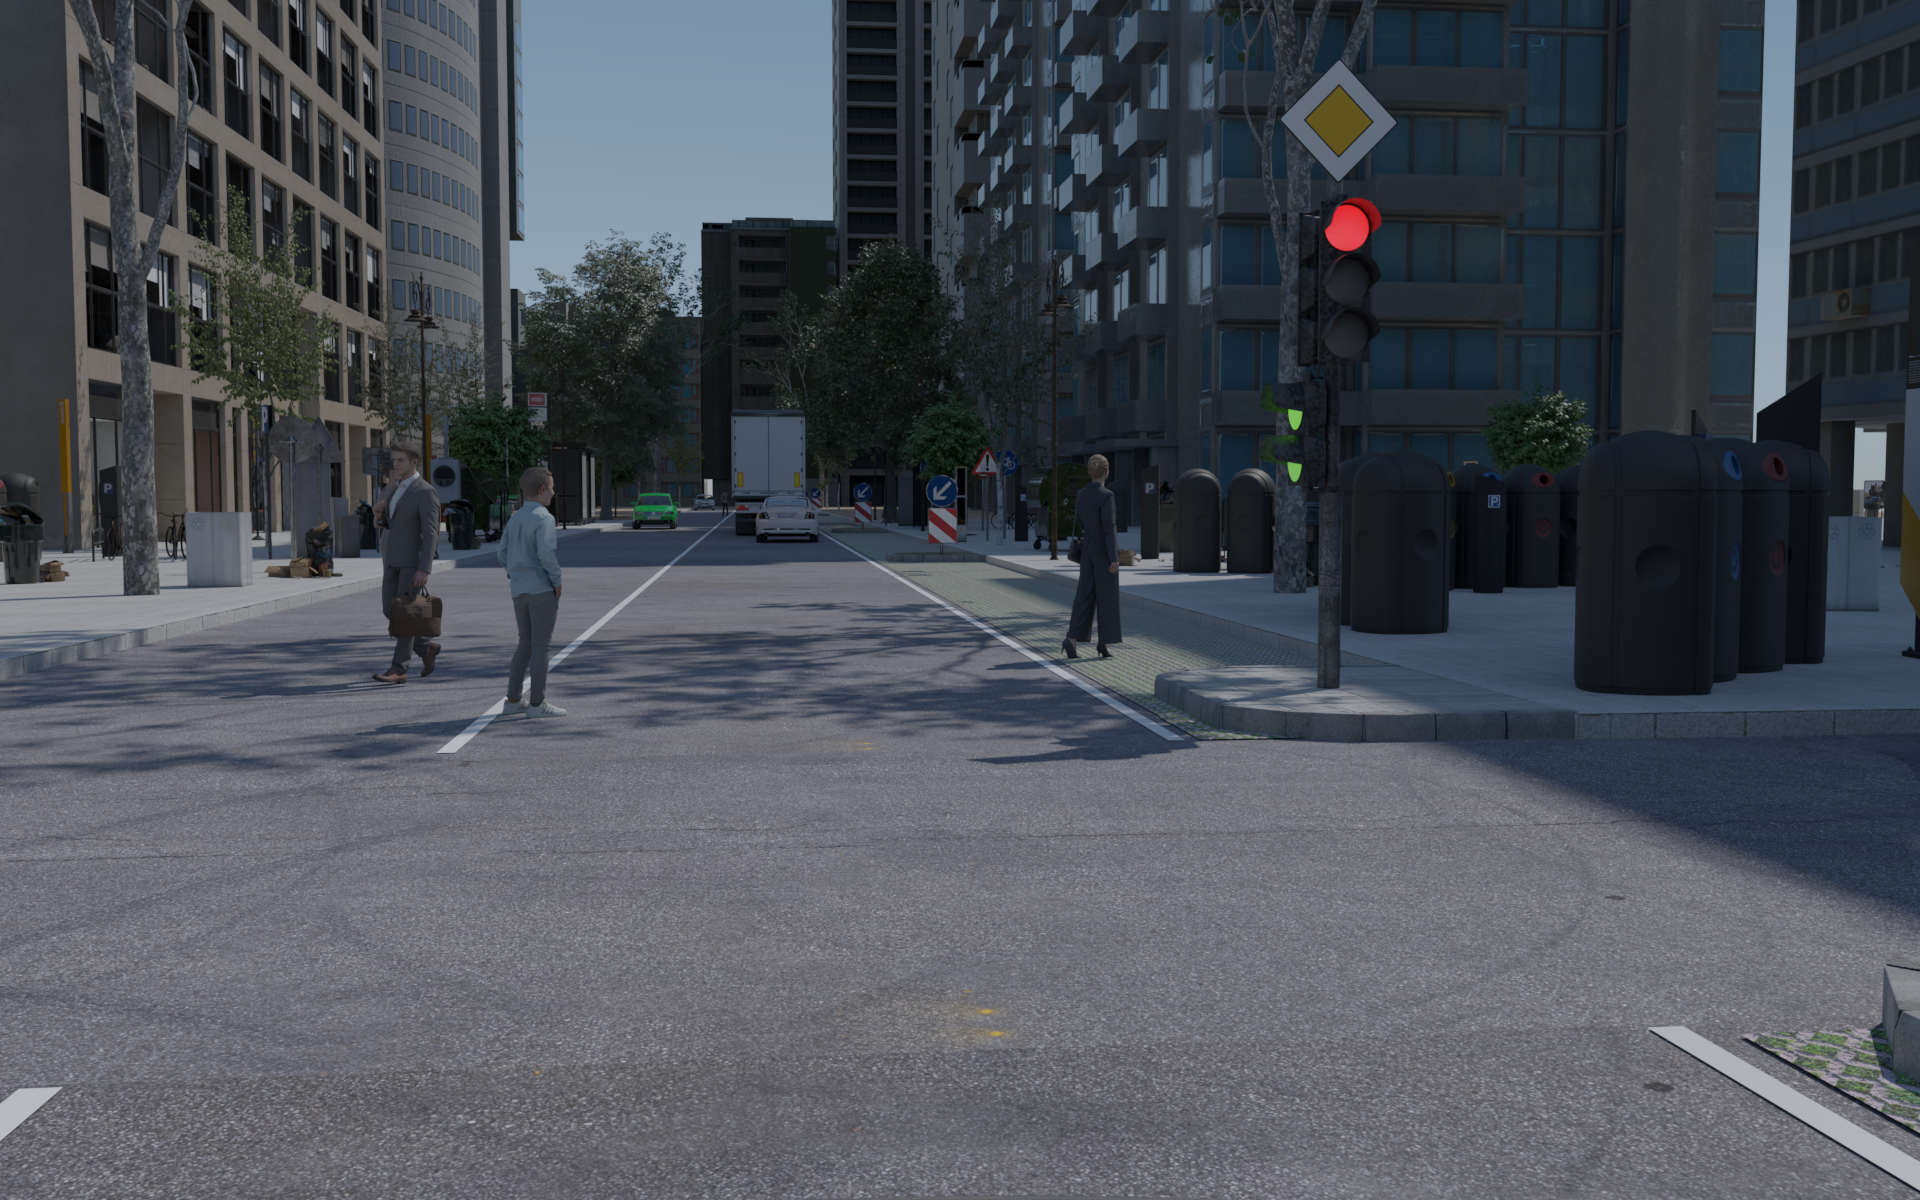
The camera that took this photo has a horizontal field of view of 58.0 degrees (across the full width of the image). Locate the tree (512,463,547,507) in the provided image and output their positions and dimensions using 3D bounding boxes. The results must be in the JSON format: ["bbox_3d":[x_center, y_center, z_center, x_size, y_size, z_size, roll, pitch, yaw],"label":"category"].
[{"bbox_3d":[-14.785,-3.941,59.035,1.663,3.219,1.824,0,3,0],"label":"tree"}]

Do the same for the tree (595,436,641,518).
[{"bbox_3d":[-19.016,-6.821,95.229,4.285,4.588,4.351,0,3,0],"label":"tree"}]

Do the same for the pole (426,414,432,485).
[{"bbox_3d":[-13.637,-3.093,44.411,0.158,3.312,0.155,0,3,0],"label":"pole"}]

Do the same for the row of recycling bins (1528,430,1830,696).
[{"bbox_3d":[5.317,-0.322,12.376,1.069,1.692,3.534,3,5,41],"label":"row of recycling bins"}]

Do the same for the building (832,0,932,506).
[{"bbox_3d":[-3.189,-45.869,188.205,20.611,71.187,20.563,0,4,-7],"label":"building"}]

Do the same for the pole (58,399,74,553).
[{"bbox_3d":[-19.282,-2.661,37.350,0.158,3.312,0.155,0,3,0],"label":"pole"}]

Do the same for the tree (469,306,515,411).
[{"bbox_3d":[-19.603,-7.212,68.273,4.360,8.622,3.978,0,3,0],"label":"tree"}]

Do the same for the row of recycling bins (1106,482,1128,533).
[{"bbox_3d":[4.288,-3.164,58.838,1.069,1.692,3.534,-3,5,-42],"label":"row of recycling bins"}]

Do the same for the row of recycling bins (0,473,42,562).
[{"bbox_3d":[-18.479,-1.531,32.141,1.069,1.692,3.534,0,4,7],"label":"row of recycling bins"}]

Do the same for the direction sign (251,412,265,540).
[{"bbox_3d":[-19.492,-3.424,47.975,0.379,3.537,0.876,-1,4,-11],"label":"direction sign"}]

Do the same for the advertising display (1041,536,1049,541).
[{"bbox_3d":[2.358,-2.582,47.429,0.123,1.923,0.974,-1,4,-12],"label":"advertising display"}]

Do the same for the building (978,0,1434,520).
[{"bbox_3d":[13.202,-30.144,112.459,23.786,49.044,30.456,0,4,-7],"label":"building"}]

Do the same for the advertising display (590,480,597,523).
[{"bbox_3d":[-16.785,-4.460,78.129,0.974,1.923,0.123,2,4,34],"label":"advertising display"}]

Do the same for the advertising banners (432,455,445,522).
[{"bbox_3d":[-23.407,-5.042,78.617,0.090,3.025,2.074,1,4,21],"label":"advertising banners"}]

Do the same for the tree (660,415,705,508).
[{"bbox_3d":[-25.792,-12.850,160.462,4.737,8.622,4.395,0,3,0],"label":"tree"}]

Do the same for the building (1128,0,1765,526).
[{"bbox_3d":[16.440,-27.609,71.014,23.786,49.044,30.456,0,4,-7],"label":"building"}]

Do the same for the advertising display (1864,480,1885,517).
[{"bbox_3d":[42.600,-4.619,80.736,0.123,1.923,0.974,-2,4,-27],"label":"advertising display"}]

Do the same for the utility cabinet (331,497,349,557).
[{"bbox_3d":[-12.854,-1.515,35.938,0.306,1.237,1.020,-2,4,-23],"label":"utility cabinet"}]

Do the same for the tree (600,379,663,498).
[{"bbox_3d":[-20.328,-9.673,108.515,4.360,8.622,3.978,0,3,0],"label":"tree"}]

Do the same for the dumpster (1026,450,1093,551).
[{"bbox_3d":[2.369,-2.235,39.036,1.502,2.255,1.985,0,4,-7],"label":"dumpster"}]

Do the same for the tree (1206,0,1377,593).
[{"bbox_3d":[5.777,-10.156,21.943,12.611,20.169,13.585,0,3,0],"label":"tree"}]

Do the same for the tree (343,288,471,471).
[{"bbox_3d":[-19.755,-6.808,61.681,4.360,8.622,3.978,0,3,0],"label":"tree"}]

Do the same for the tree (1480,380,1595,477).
[{"bbox_3d":[16.724,-4.063,50.138,4.285,4.588,4.351,0,3,0],"label":"tree"}]

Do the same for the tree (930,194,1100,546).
[{"bbox_3d":[1.080,-5.648,42.700,4.360,8.622,3.978,0,3,0],"label":"tree"}]

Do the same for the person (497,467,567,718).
[{"bbox_3d":[-2.724,-0.050,11.134,0.330,1.601,0.589,-3,4,-38],"label":"person"}]

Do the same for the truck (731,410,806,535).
[{"bbox_3d":[-6.985,-4.553,63.350,2.839,4.237,11.283,0,4,-6],"label":"truck"}]

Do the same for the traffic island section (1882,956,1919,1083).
[{"bbox_3d":[3.401,1.146,3.547,2.009,0.180,2.903,0,4,-7],"label":"traffic island section"}]

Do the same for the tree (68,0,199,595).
[{"bbox_3d":[-11.193,-10.049,20.198,12.611,20.169,13.585,0,3,0],"label":"tree"}]

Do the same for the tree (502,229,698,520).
[{"bbox_3d":[-17.452,-10.911,85.046,9.857,13.997,8.962,0,3,0],"label":"tree"}]

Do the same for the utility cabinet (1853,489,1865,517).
[{"bbox_3d":[39.108,-4.126,76.136,0.318,1.500,1.173,-2,4,-25],"label":"utility cabinet"}]

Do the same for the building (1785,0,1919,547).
[{"bbox_3d":[32.596,-20.821,32.304,23.993,40.220,32.217,0,4,-7],"label":"building"}]

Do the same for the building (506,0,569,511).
[{"bbox_3d":[-47.465,-50.422,137.067,31.000,86.520,22.319,0,4,-7],"label":"building"}]

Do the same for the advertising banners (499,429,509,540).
[{"bbox_3d":[-12.056,-3.038,45.861,0.090,3.025,2.074,-1,4,-9],"label":"advertising banners"}]

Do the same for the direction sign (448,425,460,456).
[{"bbox_3d":[-16.600,-3.974,56.966,0.379,3.537,0.876,0,4,7],"label":"direction sign"}]

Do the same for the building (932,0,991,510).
[{"bbox_3d":[12.330,-33.823,142.241,28.713,52.752,27.495,0,4,-7],"label":"building"}]

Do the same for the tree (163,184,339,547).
[{"bbox_3d":[-16.652,-5.565,41.352,4.737,8.622,4.395,0,3,0],"label":"tree"}]

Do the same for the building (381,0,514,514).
[{"bbox_3d":[-37.736,-33.854,95.517,21.231,58.520,28.212,0,4,-7],"label":"building"}]

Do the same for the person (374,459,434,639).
[{"bbox_3d":[-5.533,-0.510,17.185,0.599,1.781,0.374,3,5,42],"label":"person"}]

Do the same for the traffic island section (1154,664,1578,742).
[{"bbox_3d":[2.463,0.661,11.477,2.009,0.180,2.903,0,4,-7],"label":"traffic island section"}]

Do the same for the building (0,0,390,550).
[{"bbox_3d":[-31.623,-15.293,54.559,19.350,26.468,34.151,0,4,-7],"label":"building"}]

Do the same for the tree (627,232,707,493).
[{"bbox_3d":[-20.540,-16.349,123.195,12.611,20.169,13.585,0,3,0],"label":"tree"}]

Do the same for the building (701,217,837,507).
[{"bbox_3d":[-20.301,-25.204,183.786,14.107,30.474,14.160,0,4,-7],"label":"building"}]

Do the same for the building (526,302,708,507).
[{"bbox_3d":[-42.429,-20.982,188.091,28.899,21.520,27.650,0,4,-7],"label":"building"}]

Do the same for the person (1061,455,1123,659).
[{"bbox_3d":[1.176,-0.371,14.981,0.576,1.772,0.534,2,4,33],"label":"person"}]

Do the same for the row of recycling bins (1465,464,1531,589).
[{"bbox_3d":[7.412,-1.018,23.752,3.534,1.692,1.069,-1,4,-22],"label":"row of recycling bins"}]

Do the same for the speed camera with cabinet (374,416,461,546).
[{"bbox_3d":[-13.600,-3.001,43.404,2.038,3.252,0.660,-1,4,-10],"label":"speed camera with cabinet"}]

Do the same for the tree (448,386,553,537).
[{"bbox_3d":[-14.088,-4.221,52.735,4.285,4.588,4.351,0,3,0],"label":"tree"}]

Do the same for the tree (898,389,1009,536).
[{"bbox_3d":[-0.284,-4.288,53.818,4.285,4.588,4.351,0,3,0],"label":"tree"}]

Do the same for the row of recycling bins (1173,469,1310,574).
[{"bbox_3d":[5.205,-1.282,28.072,3.534,1.692,1.069,1,4,16],"label":"row of recycling bins"}]

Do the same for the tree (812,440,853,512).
[{"bbox_3d":[-11.324,-12.168,149.315,4.737,8.622,4.395,0,3,0],"label":"tree"}]

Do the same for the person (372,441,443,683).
[{"bbox_3d":[-4.175,-0.289,13.189,0.622,1.834,0.822,2,4,28],"label":"person"}]

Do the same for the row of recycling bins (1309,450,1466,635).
[{"bbox_3d":[4.225,-0.633,17.468,1.069,1.692,3.534,0,4,7],"label":"row of recycling bins"}]

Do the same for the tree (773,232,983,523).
[{"bbox_3d":[-3.098,-9.733,76.138,9.611,12.733,9.660,0,3,0],"label":"tree"}]

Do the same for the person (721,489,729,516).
[{"bbox_3d":[-15.268,-6.313,112.244,0.617,1.759,0.750,-1,4,-21],"label":"person"}]

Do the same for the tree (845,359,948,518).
[{"bbox_3d":[-3.735,-9.661,92.372,7.601,10.594,8.767,1,4,21],"label":"tree"}]
